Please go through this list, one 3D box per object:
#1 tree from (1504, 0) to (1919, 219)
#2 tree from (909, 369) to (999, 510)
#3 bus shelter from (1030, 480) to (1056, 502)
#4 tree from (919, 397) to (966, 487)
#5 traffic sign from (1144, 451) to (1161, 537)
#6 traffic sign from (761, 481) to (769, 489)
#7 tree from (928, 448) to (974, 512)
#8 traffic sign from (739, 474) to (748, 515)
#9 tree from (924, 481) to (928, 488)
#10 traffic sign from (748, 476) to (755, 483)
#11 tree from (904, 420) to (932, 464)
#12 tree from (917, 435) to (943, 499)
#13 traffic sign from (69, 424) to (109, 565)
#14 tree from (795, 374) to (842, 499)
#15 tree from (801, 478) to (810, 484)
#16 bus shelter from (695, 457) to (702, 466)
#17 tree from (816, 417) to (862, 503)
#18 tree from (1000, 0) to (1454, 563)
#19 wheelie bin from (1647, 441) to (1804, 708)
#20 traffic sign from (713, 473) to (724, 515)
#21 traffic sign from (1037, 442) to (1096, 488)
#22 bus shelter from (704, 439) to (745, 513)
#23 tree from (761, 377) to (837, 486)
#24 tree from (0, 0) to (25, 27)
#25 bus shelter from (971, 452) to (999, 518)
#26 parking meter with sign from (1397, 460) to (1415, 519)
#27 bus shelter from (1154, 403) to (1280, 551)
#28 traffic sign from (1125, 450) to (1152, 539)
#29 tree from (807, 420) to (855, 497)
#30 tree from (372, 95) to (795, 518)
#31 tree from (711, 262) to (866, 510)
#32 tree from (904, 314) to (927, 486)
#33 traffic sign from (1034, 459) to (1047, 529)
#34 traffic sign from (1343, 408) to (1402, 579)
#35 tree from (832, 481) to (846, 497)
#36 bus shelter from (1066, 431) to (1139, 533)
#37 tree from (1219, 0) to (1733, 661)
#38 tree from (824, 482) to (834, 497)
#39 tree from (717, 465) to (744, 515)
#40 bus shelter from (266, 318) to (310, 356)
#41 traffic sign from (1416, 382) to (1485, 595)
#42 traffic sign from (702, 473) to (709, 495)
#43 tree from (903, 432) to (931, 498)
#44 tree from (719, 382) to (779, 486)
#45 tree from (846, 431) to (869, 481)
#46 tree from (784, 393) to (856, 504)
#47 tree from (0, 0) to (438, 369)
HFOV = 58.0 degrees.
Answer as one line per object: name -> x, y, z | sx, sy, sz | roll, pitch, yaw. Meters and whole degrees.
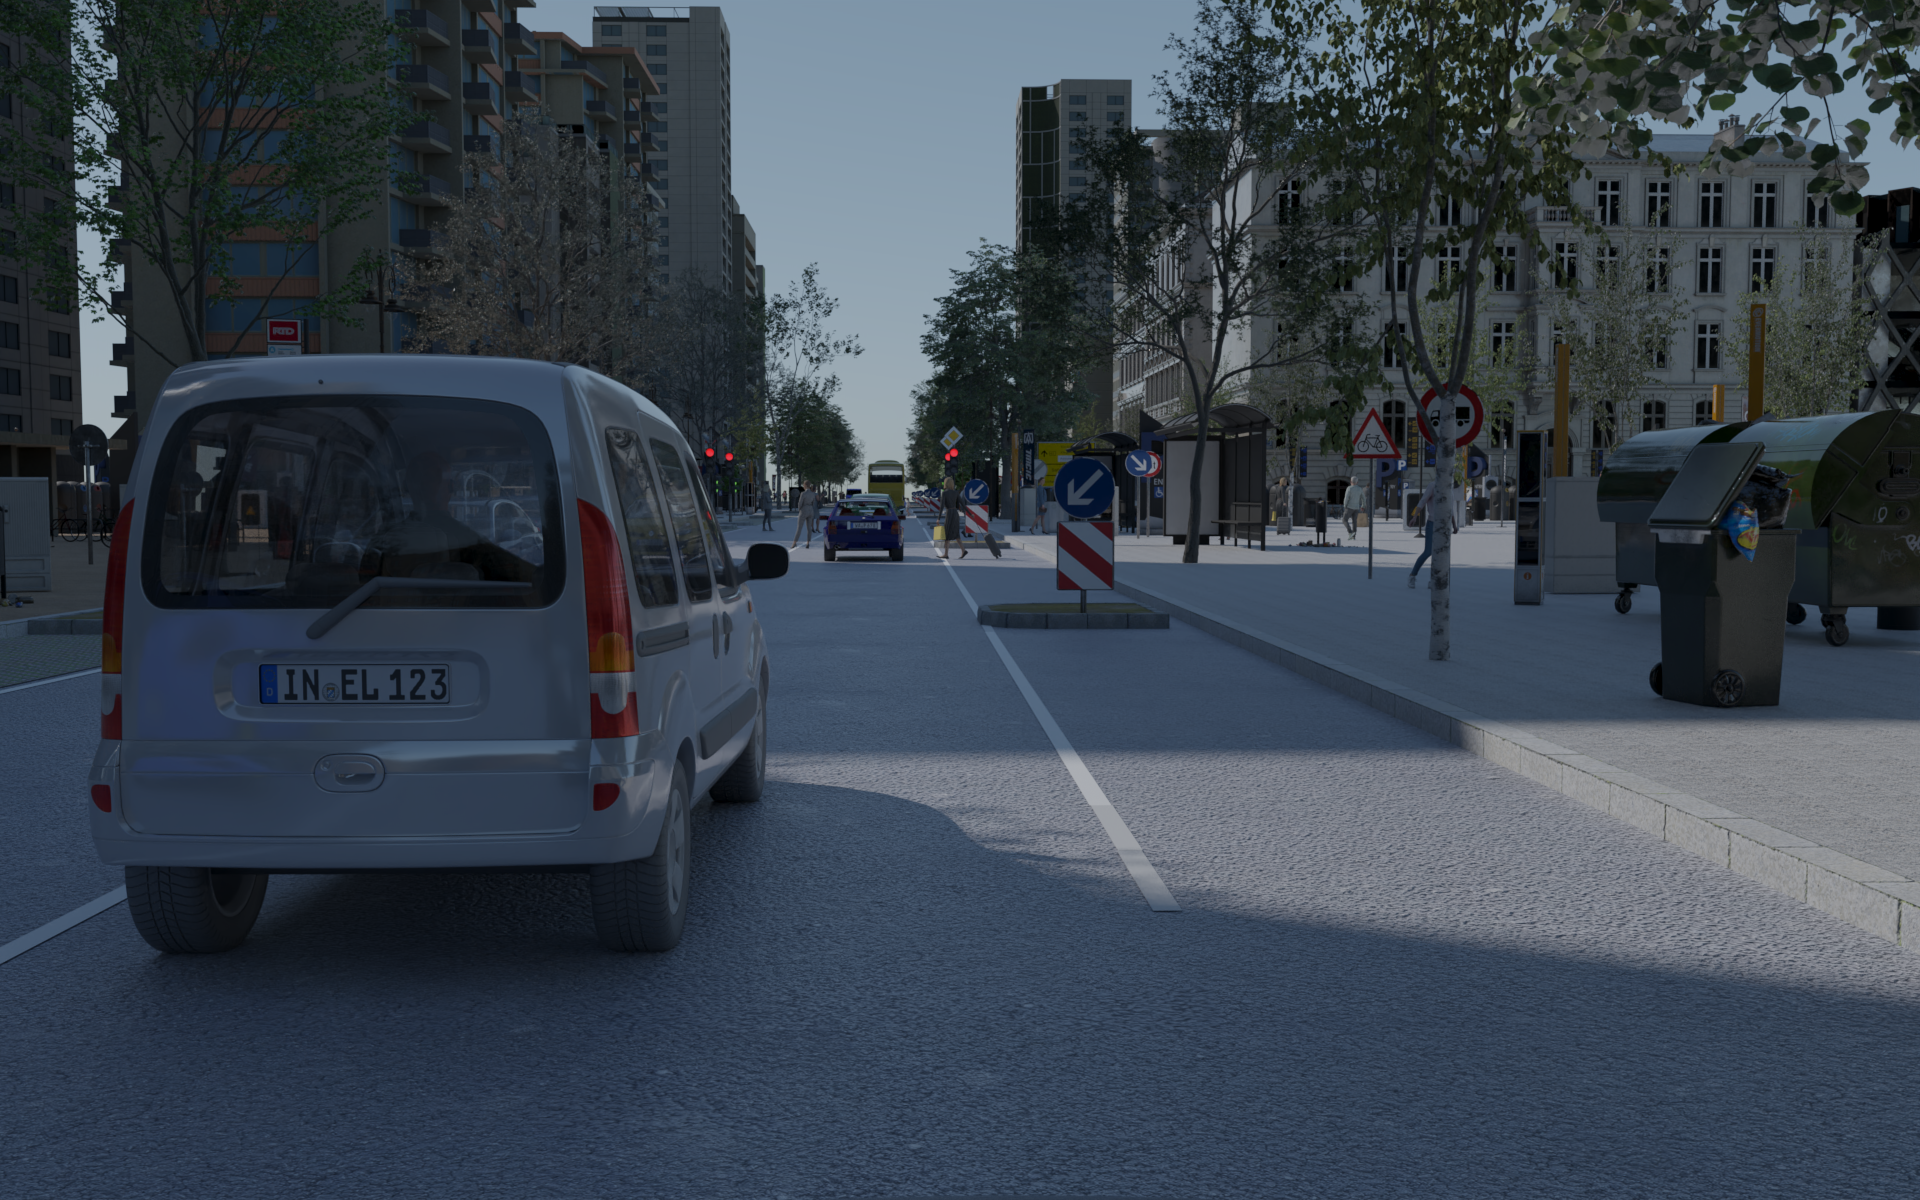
tree -> 5.067, -6.026, 5.184 | 9.857, 13.997, 8.962 | 0, 3, 0
tree -> -0.085, -12.998, 138.265 | 9.928, 11.665, 9.643 | 0, 3, 0
bus shelter -> 4.968, -6.449, 99.371 | 2.014, 3.302, 5.546 | 0, 4, -2
tree -> -0.654, -16.288, 184.429 | 7.486, 12.596, 7.792 | 0, 3, 0
traffic sign -> 5.615, -3.153, 51.655 | 0.768, 2.556, 0.104 | 0, 4, 1
traffic sign -> -14.836, -7.935, 131.866 | 0.606, 2.300, 0.079 | 0, 4, -1
tree -> 0.130, -8.574, 123.895 | 4.285, 4.588, 4.351 | 0, 3, 0
traffic sign -> -13.665, -6.639, 108.654 | 0.768, 2.556, 0.104 | 0, 4, 1
tree -> -3.969, -17.668, 272.589 | 4.285, 4.588, 4.351 | 0, 3, 0
traffic sign -> -14.587, -7.383, 120.824 | 0.768, 2.556, 0.104 | 0, 4, 1
tree -> -1.850, -18.716, 216.382 | 12.009, 13.543, 11.850 | 0, 3, 0
tree -> -2.671, -15.185, 198.633 | 4.360, 8.622, 3.978 | 0, 3, 0
traffic sign -> -15.822, -1.917, 31.450 | 0.768, 2.556, 0.104 | 0, 4, 7
tree -> -13.312, -11.090, 91.688 | 12.009, 13.543, 11.850 | 0, 3, 0
tree -> -16.865, -11.980, 190.478 | 1.663, 3.219, 1.824 | 0, 3, 0
bus shelter -> -17.686, -7.387, 112.056 | 1.731, 3.624, 6.357 | 0, 4, -2
tree -> -18.518, -20.061, 245.008 | 9.611, 12.733, 9.660 | 0, 3, 0
tree -> 4.471, -5.945, 31.617 | 8.767, 10.594, 7.601 | -3, 4, -36
wheelie bin -> 4.703, -0.170, 10.686 | 0.693, 1.594, 0.980 | -1, 4, -13
traffic sign -> -14.848, -6.485, 106.033 | 0.884, 2.594, 0.081 | 0, 4, 1
traffic sign -> 4.135, -4.493, 67.340 | 2.265, 3.308, 0.079 | 0, 4, 8
bus shelter -> -16.559, -8.805, 121.593 | 2.179, 5.291, 8.768 | 0, 4, -2
tree -> -16.015, -15.326, 168.713 | 7.486, 12.596, 7.792 | 0, 3, 0
tree -> -9.910, -4.694, 11.159 | 7.601, 10.594, 8.767 | -1, 4, -19
bus shelter -> 1.265, -6.504, 97.619 | 1.731, 3.624, 6.357 | 0, 4, -2
parking meter with sign -> 23.004, -5.654, 88.704 | 0.543, 3.016, 1.738 | 3, 5, 40
bus shelter -> 6.023, -2.899, 41.328 | 2.014, 3.302, 5.546 | 0, 4, -2
traffic sign -> 5.120, -3.032, 49.677 | 0.768, 2.556, 0.104 | 0, 4, 0
tree -> -17.597, -18.254, 224.205 | 9.928, 11.665, 9.643 | 0, 3, 0
tree -> -13.043, -8.820, 54.582 | 12.009, 13.543, 11.850 | 0, 3, 0
tree -> -14.293, -17.494, 141.921 | 12.611, 20.169, 13.585 | 0, 3, 0
tree -> 2.429, -11.041, 87.173 | 9.857, 13.997, 8.962 | 0, 3, 0
traffic sign -> 2.811, -3.870, 63.378 | 0.768, 2.556, 0.104 | 0, 4, 1
traffic sign -> 6.199, -1.596, 26.101 | 0.884, 2.594, 0.081 | 0, 4, 1
tree -> -19.828, -20.197, 280.579 | 4.360, 8.622, 3.978 | 0, 3, 0
bus shelter -> 4.846, -3.968, 58.799 | 2.014, 3.302, 5.546 | 0, 4, -2
tree -> 3.859, -3.852, 13.350 | 4.737, 8.622, 4.395 | 0, 3, 0
tree -> -18.668, -18.528, 253.295 | 4.737, 8.622, 4.395 | 0, 3, 0
tree -> -13.571, -6.709, 104.293 | 1.663, 3.219, 1.824 | 0, 3, 0
bus shelter -> -14.834, -3.959, 42.356 | 2.179, 5.291, 8.768 | 0, 4, -2
traffic sign -> 5.566, -1.202, 19.757 | 0.768, 2.556, 0.104 | 0, 4, 4
traffic sign -> -15.191, -6.379, 104.404 | 0.768, 2.556, 0.104 | 0, 4, 3
tree -> -5.479, -23.421, 299.941 | 9.611, 12.733, 9.660 | 0, 3, 0
tree -> -13.785, -9.965, 113.288 | 4.737, 8.622, 4.395 | 0, 3, 0
tree -> -20.709, -23.955, 302.026 | 12.009, 13.543, 11.850 | 0, 3, 0
tree -> -17.505, -18.772, 213.581 | 9.857, 13.997, 8.962 | 0, 3, 0
tree -> -11.848, -6.185, 26.879 | 9.928, 11.665, 9.643 | 0, 3, 0
